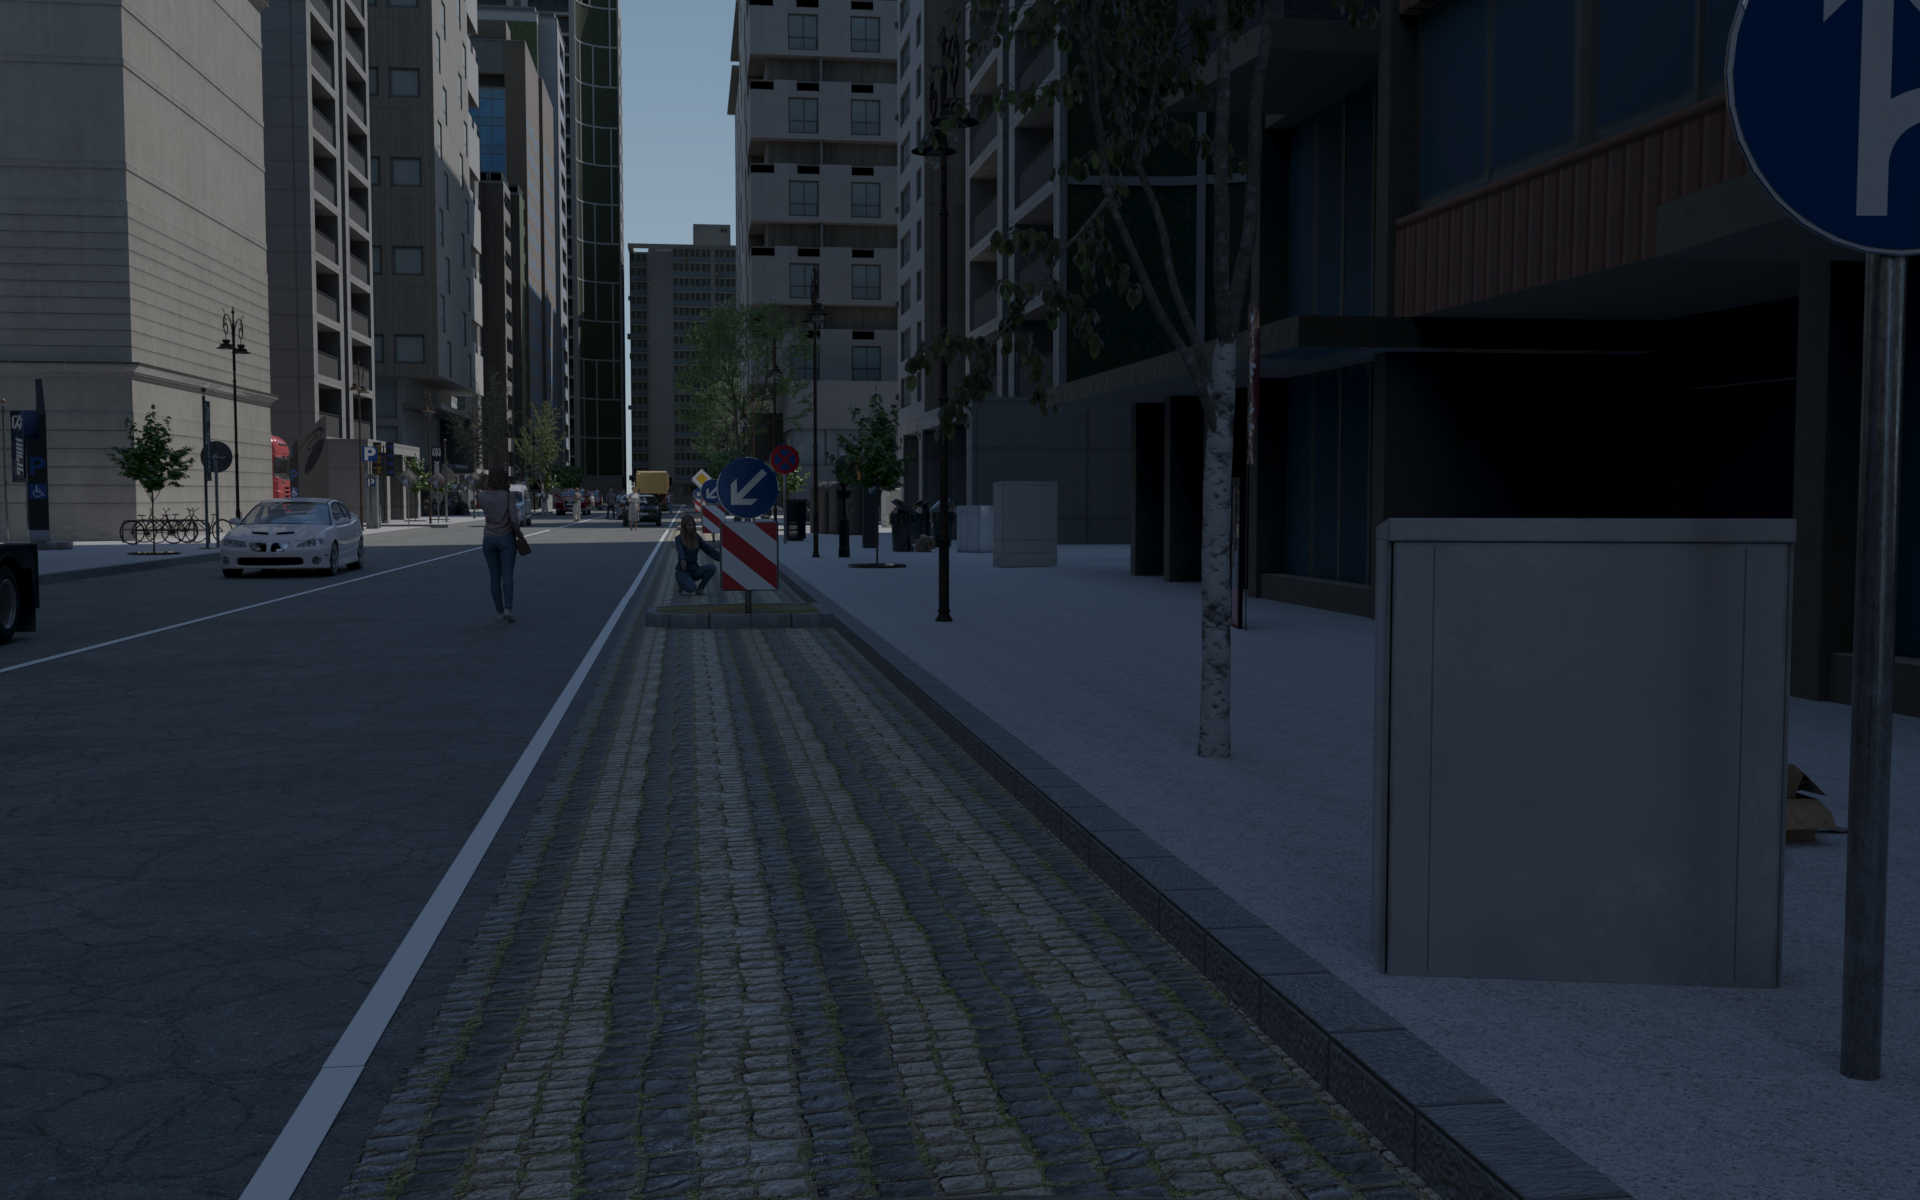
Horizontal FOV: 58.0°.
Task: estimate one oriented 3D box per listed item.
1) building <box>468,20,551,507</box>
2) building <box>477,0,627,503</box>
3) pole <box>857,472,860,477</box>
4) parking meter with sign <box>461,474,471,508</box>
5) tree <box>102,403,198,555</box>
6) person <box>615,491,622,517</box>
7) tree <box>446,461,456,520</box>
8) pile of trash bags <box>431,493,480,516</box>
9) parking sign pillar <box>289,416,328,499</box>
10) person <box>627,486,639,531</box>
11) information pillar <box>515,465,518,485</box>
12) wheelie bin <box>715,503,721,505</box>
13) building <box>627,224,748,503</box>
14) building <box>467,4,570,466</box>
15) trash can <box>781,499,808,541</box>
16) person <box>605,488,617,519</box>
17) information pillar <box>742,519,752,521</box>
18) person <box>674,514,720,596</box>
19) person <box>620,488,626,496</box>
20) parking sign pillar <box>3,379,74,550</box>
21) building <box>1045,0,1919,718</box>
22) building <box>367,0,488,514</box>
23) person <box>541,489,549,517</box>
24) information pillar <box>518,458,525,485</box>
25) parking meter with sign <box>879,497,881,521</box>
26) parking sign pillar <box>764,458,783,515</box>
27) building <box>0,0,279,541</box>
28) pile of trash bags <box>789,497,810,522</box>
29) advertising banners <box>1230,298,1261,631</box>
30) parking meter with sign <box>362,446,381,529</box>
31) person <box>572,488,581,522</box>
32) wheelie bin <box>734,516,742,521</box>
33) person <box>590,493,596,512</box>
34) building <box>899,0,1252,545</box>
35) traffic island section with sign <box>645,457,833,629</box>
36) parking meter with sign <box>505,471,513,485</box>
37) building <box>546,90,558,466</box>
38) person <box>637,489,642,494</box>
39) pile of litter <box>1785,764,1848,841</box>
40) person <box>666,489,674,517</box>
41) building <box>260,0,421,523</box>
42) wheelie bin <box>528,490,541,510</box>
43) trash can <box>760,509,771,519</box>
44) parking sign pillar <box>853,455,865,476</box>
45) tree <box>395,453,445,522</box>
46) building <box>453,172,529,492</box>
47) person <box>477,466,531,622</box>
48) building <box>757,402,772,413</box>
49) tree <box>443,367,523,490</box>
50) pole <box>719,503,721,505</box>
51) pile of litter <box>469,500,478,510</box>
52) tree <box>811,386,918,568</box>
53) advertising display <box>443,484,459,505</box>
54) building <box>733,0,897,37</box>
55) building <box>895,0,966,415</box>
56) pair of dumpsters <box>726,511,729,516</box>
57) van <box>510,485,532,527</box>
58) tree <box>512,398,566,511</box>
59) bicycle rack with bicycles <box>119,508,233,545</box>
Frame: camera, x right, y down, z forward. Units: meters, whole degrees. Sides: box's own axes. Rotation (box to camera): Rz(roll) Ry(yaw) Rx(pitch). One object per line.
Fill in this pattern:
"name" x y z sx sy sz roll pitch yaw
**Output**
"building" -48.276 -31.670 167.915 14.600 45.320 14.200 -1 4 -9
"building" -57.850 -49.202 242.711 20.611 71.187 20.563 -1 4 -9
"pole" -4.669 -5.254 79.751 0.158 3.312 0.155 0 3 0
"parking meter with sign" -38.748 -8.523 135.613 0.543 3.016 1.738 -2 4 -27
"tree" -16.999 -2.577 36.739 1.663 3.219 1.824 0 3 0
"person" -21.165 -5.951 107.607 0.589 1.601 0.330 -3 4 -37
"tree" -25.736 -5.582 85.875 1.663 3.219 1.824 0 3 0
"pile of trash bags" -29.976 -5.742 103.642 1.912 1.369 3.447 3 5 44
"parking sign pillar" -22.384 -4.345 59.512 1.447 3.967 1.447 2 4 26
"person" -12.777 -3.593 67.816 0.480 1.755 0.524 -1 4 -23
"information pillar" -35.669 -9.084 139.878 0.504 3.616 0.183 0 4 7
"wheelie bin" -20.022 -8.272 143.150 0.693 1.594 0.980 1 4 16
"building" -36.032 -34.269 252.182 23.993 40.220 32.217 -1 4 -9
"building" -61.681 -40.697 207.390 28.212 58.520 21.231 -1 4 -9
"trash can" -4.517 -2.185 47.382 0.748 1.137 0.748 0 3 0
"person" -20.225 -5.587 100.253 0.661 1.777 0.834 -3 4 -39
"information pillar" -8.269 -3.836 67.206 0.304 2.012 0.304 3 4 38
"person" -3.638 -0.629 24.286 1.012 1.151 0.738 -3 4 -39
"person" -21.836 -6.358 112.627 0.473 1.802 0.592 1 4 23
"parking sign pillar" -21.318 -3.149 39.957 1.447 3.967 1.447 -2 4 -30
"building" 14.132 -22.050 15.150 22.147 44.769 28.867 -1 4 -9
"building" -47.544 -32.277 116.973 28.713 52.752 27.495 -1 4 -9
"person" -26.446 -6.189 110.236 0.519 1.759 0.362 0 4 7
"information pillar" -28.458 -7.435 112.921 0.183 3.616 0.504 0 4 5
"parking meter with sign" -4.109 -5.211 81.460 1.738 3.016 0.543 -3 5 -41
"parking sign pillar" -11.386 -7.095 104.476 1.447 3.967 1.447 -1 4 -18
"building" -44.908 -16.792 50.969 44.131 29.872 17.030 -1 4 -9
"pile of trash bags" -6.719 -4.324 80.447 1.912 1.369 3.447 -2 4 -33
"advertising banners" 2.661 -1.248 16.597 0.090 3.025 2.074 0 3 0
"parking meter with sign" -21.710 -4.145 64.027 0.543 3.016 1.738 -1 4 -13
"person" -19.837 -4.926 89.589 0.362 1.759 0.519 2 4 31
"wheelie bin" -9.861 -4.299 78.191 0.980 1.594 0.693 0 4 -6
"person" -30.148 -8.015 142.137 0.523 1.515 0.503 1 4 14
"building" 9.671 -37.257 47.408 20.563 71.187 20.611 -1 4 -9
"traffic island section with sign" -2.478 -0.647 19.205 1.989 1.847 2.006 -1 4 -9
"parking meter with sign" -33.465 -8.108 128.827 0.543 3.016 1.738 1 4 16
"building" -50.141 -32.544 182.207 14.600 45.320 14.200 -1 4 -9
"person" -24.642 -7.618 133.169 0.853 1.813 0.709 -3 5 -40
"pile of litter" 2.674 0.460 6.441 1.719 0.858 1.176 -1 4 -10
"person" -18.266 -6.107 109.186 0.563 1.720 0.643 2 4 31
"building" -37.874 -39.453 83.307 20.563 71.187 20.611 -1 4 -9
"wheelie bin" -34.414 -8.095 140.267 0.980 1.594 0.693 0 4 -6
"trash can" -10.178 -4.823 90.513 0.748 1.137 0.748 0 3 0
"parking sign pillar" -6.169 -7.296 107.763 1.447 3.967 1.447 2 4 25
"tree" -25.388 -5.290 81.089 1.663 3.219 1.824 0 3 0
"building" -46.424 -23.389 154.104 14.160 30.474 14.107 -1 4 -9
"person" -5.159 -0.637 19.508 0.593 1.750 0.643 0 4 3
"building" -12.157 -23.943 163.167 14.160 30.474 14.107 -1 4 -9
"tree" -27.317 -9.112 99.337 4.360 8.622 3.978 0 3 0
"pole" -18.770 -8.647 135.220 0.158 3.312 0.155 0 3 0
"pile of litter" -40.021 -7.803 141.537 1.176 0.858 1.719 3 5 42
"tree" -1.367 -2.190 30.405 1.663 3.219 1.824 0 3 0
"advertising display" -31.420 -6.219 106.888 0.974 1.923 0.123 0 4 3
"building" -9.448 -36.384 184.123 28.713 52.752 27.495 -1 4 -9
"building" 4.391 -19.470 90.034 14.107 30.474 14.160 -1 4 -9
"pair of dumpsters" -13.527 -6.175 103.447 1.574 2.255 4.437 -1 4 -9
"van" -20.064 -4.286 77.086 2.013 2.044 4.112 -1 4 -9
"tree" -32.115 -11.155 132.746 4.737 8.622 4.395 0 3 0
"bicycle rack with bicycles" -20.604 -1.956 45.359 2.925 0.926 2.852 -2 4 -34
